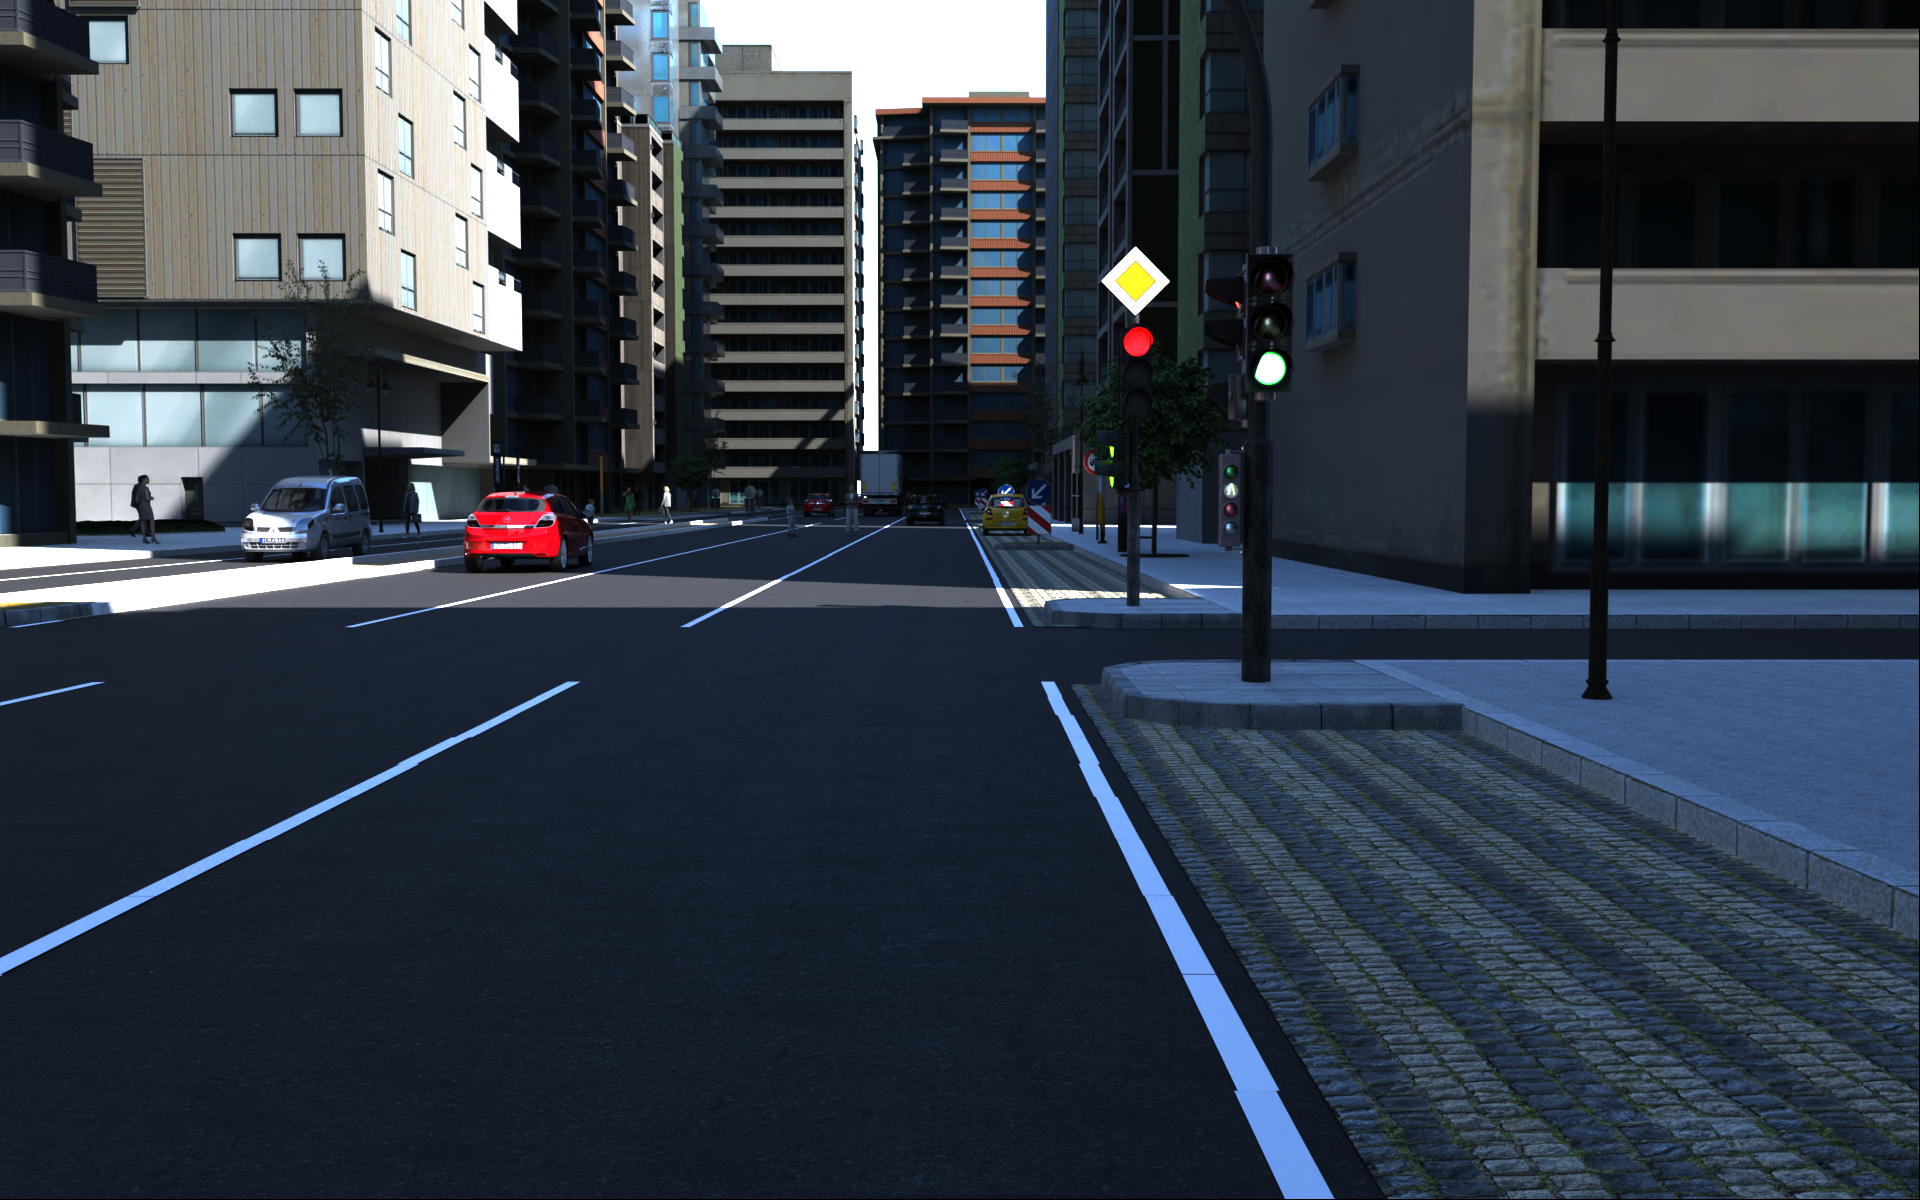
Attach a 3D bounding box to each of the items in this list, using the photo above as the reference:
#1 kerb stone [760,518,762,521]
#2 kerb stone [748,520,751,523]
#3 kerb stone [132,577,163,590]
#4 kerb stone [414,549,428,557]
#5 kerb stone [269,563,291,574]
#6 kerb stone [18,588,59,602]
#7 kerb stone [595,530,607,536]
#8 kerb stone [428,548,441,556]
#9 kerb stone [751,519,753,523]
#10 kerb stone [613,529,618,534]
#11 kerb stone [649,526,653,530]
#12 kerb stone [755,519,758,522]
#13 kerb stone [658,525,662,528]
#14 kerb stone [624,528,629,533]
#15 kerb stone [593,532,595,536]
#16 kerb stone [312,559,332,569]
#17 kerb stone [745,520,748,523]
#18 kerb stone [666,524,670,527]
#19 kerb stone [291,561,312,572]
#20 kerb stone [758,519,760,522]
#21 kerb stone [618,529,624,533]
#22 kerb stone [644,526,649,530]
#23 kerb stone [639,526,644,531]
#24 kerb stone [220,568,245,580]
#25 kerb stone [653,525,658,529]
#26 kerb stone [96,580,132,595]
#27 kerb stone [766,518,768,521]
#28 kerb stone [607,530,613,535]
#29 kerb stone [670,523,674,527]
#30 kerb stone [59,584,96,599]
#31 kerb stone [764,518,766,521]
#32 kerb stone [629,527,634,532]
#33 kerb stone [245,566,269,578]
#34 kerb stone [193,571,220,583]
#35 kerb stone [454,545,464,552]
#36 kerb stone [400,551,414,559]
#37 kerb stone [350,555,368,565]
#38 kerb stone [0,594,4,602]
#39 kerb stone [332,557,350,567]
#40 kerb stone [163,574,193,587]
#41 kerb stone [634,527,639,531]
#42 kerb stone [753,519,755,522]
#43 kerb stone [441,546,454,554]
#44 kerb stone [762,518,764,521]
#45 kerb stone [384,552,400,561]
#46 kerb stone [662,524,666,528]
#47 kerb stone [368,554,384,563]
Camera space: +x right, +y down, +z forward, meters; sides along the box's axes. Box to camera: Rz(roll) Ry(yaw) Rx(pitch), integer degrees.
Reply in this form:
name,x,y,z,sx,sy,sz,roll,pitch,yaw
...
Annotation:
name,x,y,z,sx,sy,sz,roll,pitch,yaw
kerb stone,-10.482,-4.122,89.596,0.120,0.150,1.000,0,4,0
kerb stone,-10.457,-3.809,84.467,0.120,0.150,1.000,0,4,0
kerb stone,-12.298,-0.234,26.017,0.120,0.150,1.000,0,4,0
kerb stone,-12.359,-1.047,39.359,0.120,0.150,1.000,0,4,0
kerb stone,-12.327,-0.547,31.147,0.120,0.150,1.000,0,4,0
kerb stone,-12.286,-0.044,22.930,0.120,0.150,1.000,0,4,0
kerb stone,-12.448,-2.305,59.876,0.120,0.150,1.000,0,4,0
kerb stone,-12.363,-1.113,40.390,0.120,0.150,1.000,0,4,0
kerb stone,-10.461,-3.871,85.489,0.120,0.150,1.000,0,4,0
kerb stone,-12.460,-2.430,61.920,0.120,0.150,1.000,0,4,0
kerb stone,-12.489,-2.869,69.096,0.120,0.150,1.000,0,4,0
kerb stone,-10.470,-3.997,87.541,0.120,0.150,1.000,0,4,0
kerb stone,-12.495,-2.993,71.141,0.120,0.150,1.000,0,4,0
kerb stone,-12.476,-2.556,63.981,0.120,0.150,1.000,0,4,0
kerb stone,-12.436,-2.180,57.831,0.120,0.150,1.000,0,4,0
kerb stone,-12.333,-0.669,33.204,0.120,0.150,1.000,0,4,0
kerb stone,-10.457,-3.746,83.444,0.120,0.150,1.000,0,4,0
kerb stone,-12.508,-3.119,73.193,0.120,0.150,1.000,0,4,0
kerb stone,-12.324,-0.610,32.174,0.120,0.150,1.000,0,4,0
kerb stone,-10.475,-4.056,88.569,0.120,0.150,1.000,0,4,0
kerb stone,-12.452,-2.492,62.947,0.120,0.150,1.000,0,4,0
kerb stone,-12.482,-2.805,68.074,0.120,0.150,1.000,0,4,0
kerb stone,-12.478,-2.739,67.052,0.120,0.150,1.000,0,4,0
kerb stone,-12.315,-0.422,29.090,0.120,0.150,1.000,0,4,0
kerb stone,-12.493,-2.931,70.118,0.120,0.150,1.000,0,4,0
kerb stone,-12.291,-0.171,24.994,0.120,0.150,1.000,0,4,0
kerb stone,-10.504,-4.311,92.675,0.120,0.150,1.000,0,4,0
kerb stone,-12.455,-2.367,60.898,0.120,0.150,1.000,0,4,0
kerb stone,-12.507,-3.181,74.215,0.120,0.150,1.000,0,4,0
kerb stone,-12.294,-0.108,23.965,0.120,0.150,1.000,0,4,0
kerb stone,-10.488,-4.248,91.649,0.120,0.150,1.000,0,4,0
kerb stone,-12.464,-2.618,65.004,0.120,0.150,1.000,0,4,0
kerb stone,-12.320,-0.484,30.125,0.120,0.150,1.000,0,4,0
kerb stone,-12.305,-0.357,28.061,0.120,0.150,1.000,0,4,0
kerb stone,-12.373,-1.239,42.447,0.120,0.150,1.000,0,4,0
kerb stone,-12.355,-0.987,38.336,0.120,0.150,1.000,0,4,0
kerb stone,-12.333,-0.799,35.263,0.120,0.150,1.000,0,4,0
kerb stone,-12.279,0.019,21.907,0.120,0.150,1.000,0,4,0
kerb stone,-12.345,-0.736,34.235,0.120,0.150,1.000,0,4,0
kerb stone,-12.300,-0.294,27.039,0.120,0.150,1.000,0,4,0
kerb stone,-12.476,-2.681,66.026,0.120,0.150,1.000,0,4,0
kerb stone,-10.465,-3.934,86.511,0.120,0.150,1.000,0,4,0
kerb stone,-12.375,-1.176,41.425,0.120,0.150,1.000,0,4,0
kerb stone,-10.485,-4.180,90.626,0.120,0.150,1.000,0,4,0
kerb stone,-12.345,-0.924,37.313,0.120,0.150,1.000,0,4,0
kerb stone,-12.507,-3.056,72.169,0.120,0.150,1.000,0,4,0
kerb stone,-12.344,-0.862,36.285,0.120,0.150,1.000,0,4,0
